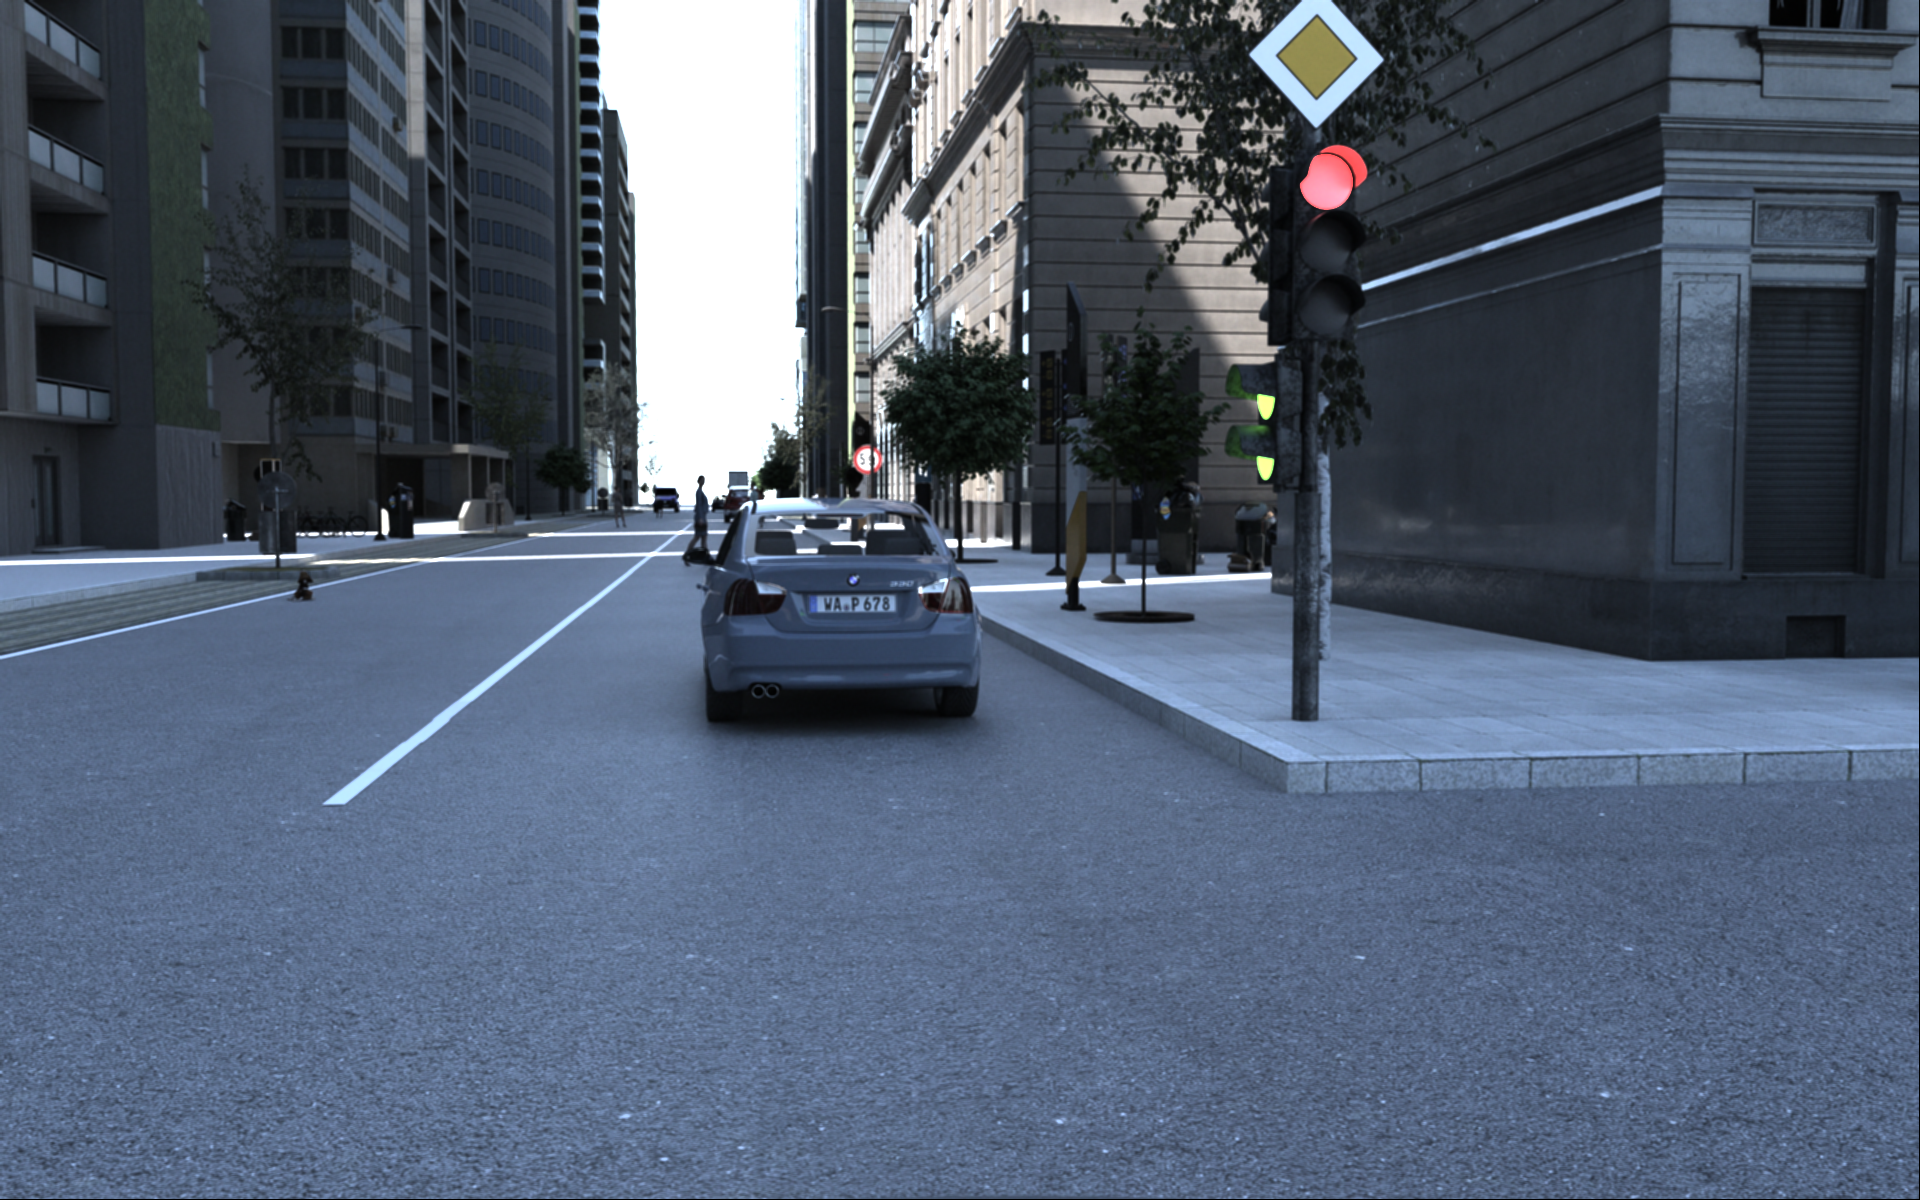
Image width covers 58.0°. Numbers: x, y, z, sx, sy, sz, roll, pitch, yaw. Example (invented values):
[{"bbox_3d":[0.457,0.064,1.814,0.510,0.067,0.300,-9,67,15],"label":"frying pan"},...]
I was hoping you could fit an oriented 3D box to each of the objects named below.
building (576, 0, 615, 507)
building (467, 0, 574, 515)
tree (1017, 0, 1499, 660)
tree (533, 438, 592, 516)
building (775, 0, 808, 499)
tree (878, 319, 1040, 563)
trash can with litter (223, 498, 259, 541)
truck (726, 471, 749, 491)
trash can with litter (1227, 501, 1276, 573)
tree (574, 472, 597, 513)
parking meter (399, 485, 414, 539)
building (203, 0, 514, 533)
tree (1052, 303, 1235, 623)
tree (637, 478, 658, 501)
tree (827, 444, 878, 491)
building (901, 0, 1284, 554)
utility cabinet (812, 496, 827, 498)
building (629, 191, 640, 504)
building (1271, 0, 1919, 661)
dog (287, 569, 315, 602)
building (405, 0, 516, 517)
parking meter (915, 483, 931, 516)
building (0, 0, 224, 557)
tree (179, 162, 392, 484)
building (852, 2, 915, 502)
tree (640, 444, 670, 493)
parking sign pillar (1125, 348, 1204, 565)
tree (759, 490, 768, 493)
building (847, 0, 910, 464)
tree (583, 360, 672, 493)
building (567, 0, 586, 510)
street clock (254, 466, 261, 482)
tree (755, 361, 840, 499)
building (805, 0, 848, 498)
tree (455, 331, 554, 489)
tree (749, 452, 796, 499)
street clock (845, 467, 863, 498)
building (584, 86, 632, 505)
[{"bbox_3d":[-47.389,-53.056,180.138,22.319,86.520,31.000,0,4,-8],"label":"building"},{"bbox_3d":[-38.005,-35.058,115.191,21.231,58.520,28.212,0,4,-8],"label":"building"},{"bbox_3d":[2.567,-3.839,13.125,4.360,8.622,3.978,0,3,0],"label":"tree"},{"bbox_3d":[-23.356,-7.237,102.031,4.285,4.588,4.351,0,3,0],"label":"tree"},{"bbox_3d":[-12.879,-55.931,227.138,22.319,86.520,31.000,0,4,-8],"label":"building"},{"bbox_3d":[0.036,-2.996,32.704,4.285,4.588,4.351,0,3,0],"label":"tree"},{"bbox_3d":[-19.511,-2.190,47.200,1.055,1.170,0.624,-3,5,-40],"label":"trash can with litter"},{"bbox_3d":[-27.183,-13.654,212.154,2.839,4.237,11.283,0,4,-8],"label":"truck"},{"bbox_3d":[4.792,-1.053,28.601,0.624,1.170,1.055,2,4,24],"label":"trash can with litter"},{"bbox_3d":[-26.158,-7.637,119.466,1.663,3.219,1.824,0,3,0],"label":"tree"},{"bbox_3d":[-15.897,-2.528,49.744,0.372,1.533,0.369,0,3,0],"label":"parking meter"},{"bbox_3d":[-33.681,-22.647,62.154,32.217,40.220,23.993,0,4,-8],"label":"building"},{"bbox_3d":[1.870,-1.417,17.776,1.663,3.219,1.824,0,3,0],"label":"tree"},{"bbox_3d":[-36.809,-12.734,202.807,1.663,3.219,1.824,0,3,0],"label":"tree"},{"bbox_3d":[-3.438,-3.958,59.316,1.663,3.219,1.824,0,3,0],"label":"tree"},{"bbox_3d":[5.526,-15.403,49.099,12.463,27.353,25.104,0,4,-8],"label":"building"},{"bbox_3d":[-5.558,-3.508,68.511,0.306,1.237,1.020,1,4,13],"label":"utility cabinet"},{"bbox_3d":[-49.632,-33.209,226.556,14.154,41.232,14.086,0,4,-8],"label":"building"},{"bbox_3d":[13.509,-10.354,18.439,18.267,20.994,9.793,0,4,-8],"label":"building"},{"bbox_3d":[-8.971,-0.199,23.454,0.550,0.427,0.748,1,4,20],"label":"dog"},{"bbox_3d":[-34.814,-39.902,90.647,20.563,71.187,20.611,0,4,-8],"label":"building"},{"bbox_3d":[-0.839,-1.876,39.079,0.372,1.533,0.369,0,3,0],"label":"parking meter"},{"bbox_3d":[-25.176,-21.555,36.025,14.154,41.232,14.086,0,4,-8],"label":"building"},{"bbox_3d":[-15.387,-5.454,39.543,4.360,8.622,3.978,0,3,0],"label":"tree"},{"bbox_3d":[2.918,-14.184,73.713,13.314,21.916,24.055,0,4,-8],"label":"building"},{"bbox_3d":[-40.245,-16.992,228.176,4.737,8.622,4.395,0,3,0],"label":"tree"},{"bbox_3d":[3.768,-2.647,31.756,1.447,3.967,1.447,-3,4,-36],"label":"parking sign pillar"},{"bbox_3d":[-25.708,-14.003,223.547,1.663,3.219,1.824,0,3,0],"label":"tree"},{"bbox_3d":[0.689,-25.186,95.380,14.154,41.232,14.086,0,4,-8],"label":"building"},{"bbox_3d":[-31.324,-15.098,157.220,12.009,13.543,11.850,0,3,0],"label":"tree"},{"bbox_3d":[-37.581,-27.735,137.069,14.154,41.232,14.086,0,4,-8],"label":"building"},{"bbox_3d":[-17.477,-2.386,43.587,0.471,2.002,0.358,0,4,-2],"label":"street clock"},{"bbox_3d":[-8.679,-8.800,94.243,4.360,8.622,3.978,0,3,0],"label":"tree"},{"bbox_3d":[-2.344,-36.857,144.618,21.231,58.520,28.212,0,4,-8],"label":"building"},{"bbox_3d":[-20.856,-7.899,79.518,4.737,8.622,4.395,0,3,0],"label":"tree"},{"bbox_3d":[-14.366,-9.361,136.769,4.285,4.588,4.351,0,3,0],"label":"tree"},{"bbox_3d":[-2.820,-2.549,46.240,0.471,2.002,0.358,-1,4,-9],"label":"street clock"},{"bbox_3d":[-50.889,-35.695,207.314,21.300,48.544,21.600,0,4,-8],"label":"building"}]
